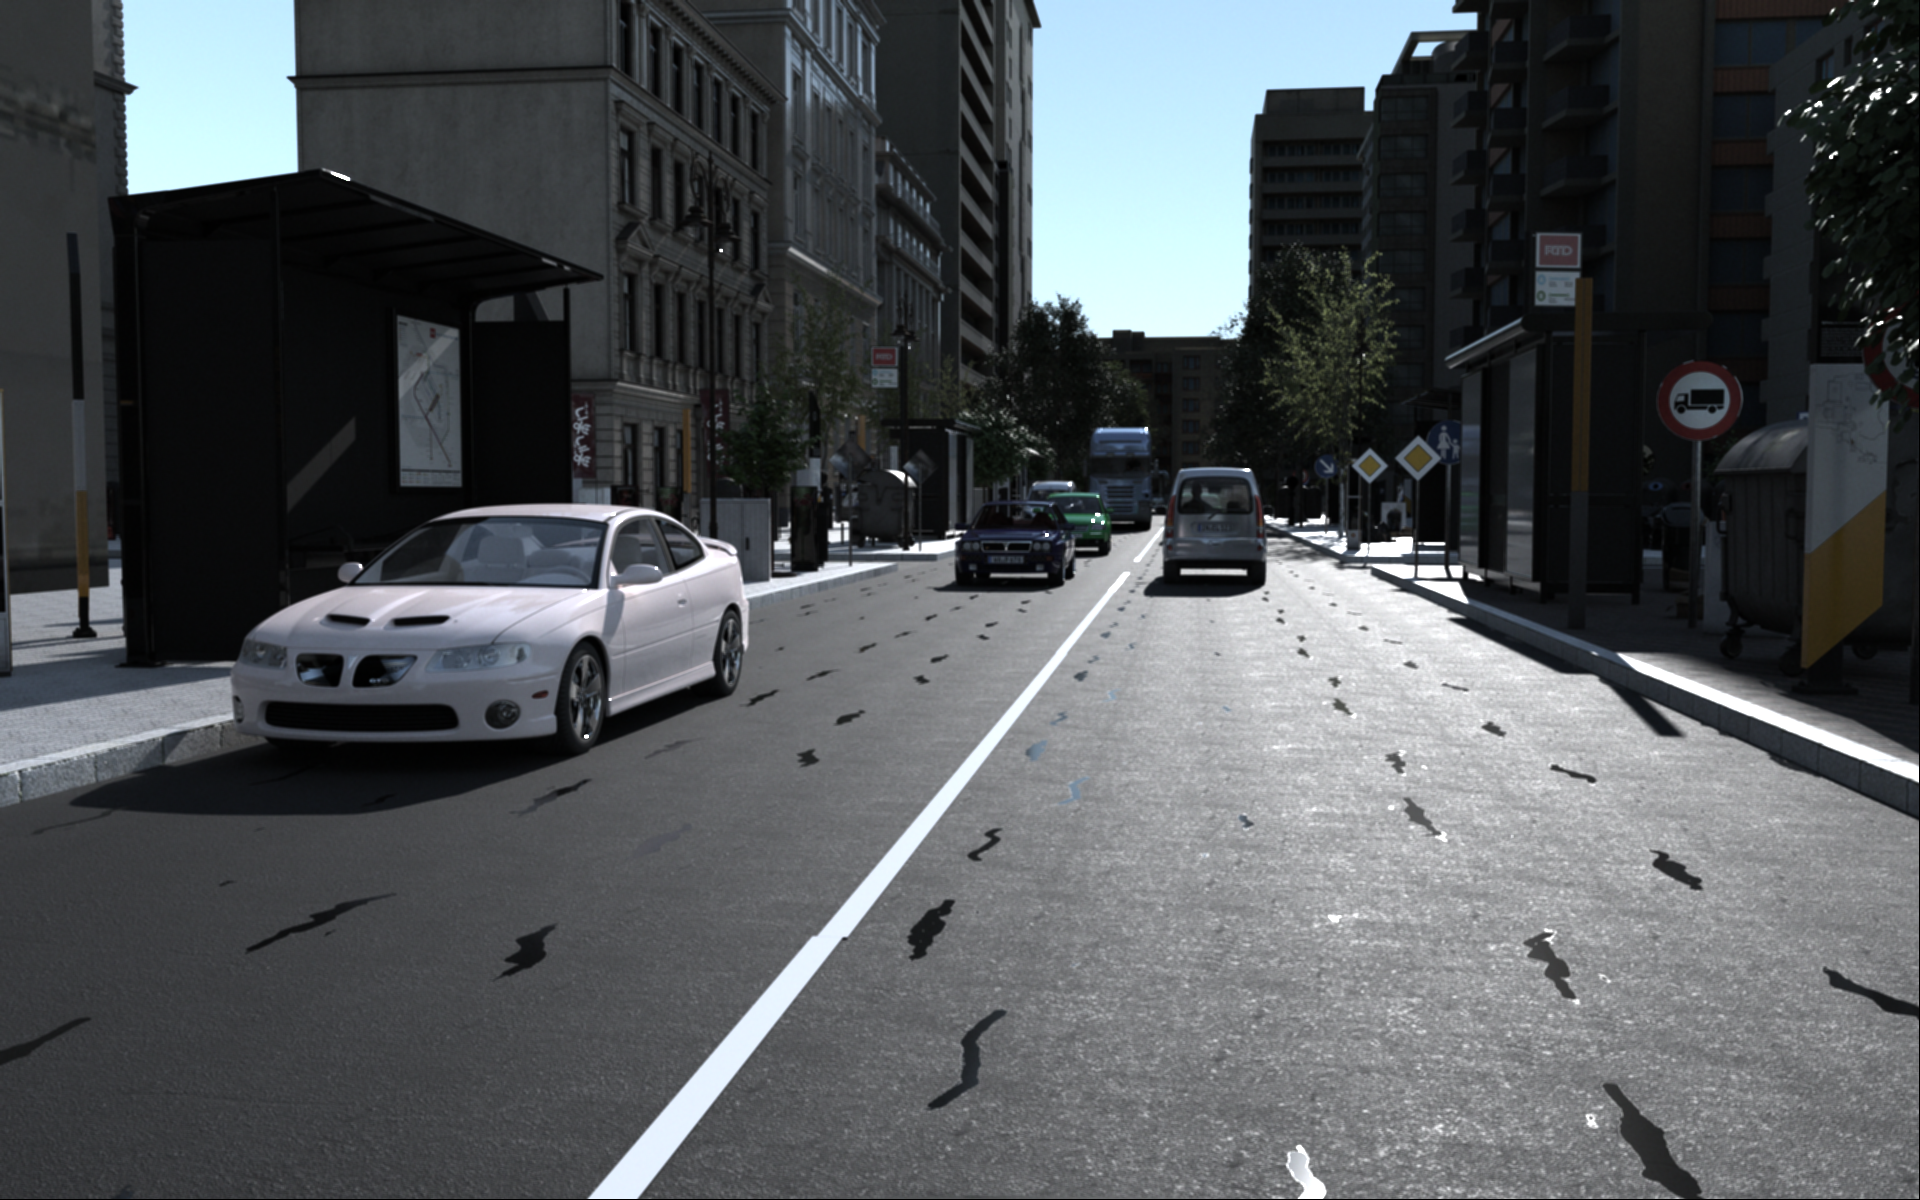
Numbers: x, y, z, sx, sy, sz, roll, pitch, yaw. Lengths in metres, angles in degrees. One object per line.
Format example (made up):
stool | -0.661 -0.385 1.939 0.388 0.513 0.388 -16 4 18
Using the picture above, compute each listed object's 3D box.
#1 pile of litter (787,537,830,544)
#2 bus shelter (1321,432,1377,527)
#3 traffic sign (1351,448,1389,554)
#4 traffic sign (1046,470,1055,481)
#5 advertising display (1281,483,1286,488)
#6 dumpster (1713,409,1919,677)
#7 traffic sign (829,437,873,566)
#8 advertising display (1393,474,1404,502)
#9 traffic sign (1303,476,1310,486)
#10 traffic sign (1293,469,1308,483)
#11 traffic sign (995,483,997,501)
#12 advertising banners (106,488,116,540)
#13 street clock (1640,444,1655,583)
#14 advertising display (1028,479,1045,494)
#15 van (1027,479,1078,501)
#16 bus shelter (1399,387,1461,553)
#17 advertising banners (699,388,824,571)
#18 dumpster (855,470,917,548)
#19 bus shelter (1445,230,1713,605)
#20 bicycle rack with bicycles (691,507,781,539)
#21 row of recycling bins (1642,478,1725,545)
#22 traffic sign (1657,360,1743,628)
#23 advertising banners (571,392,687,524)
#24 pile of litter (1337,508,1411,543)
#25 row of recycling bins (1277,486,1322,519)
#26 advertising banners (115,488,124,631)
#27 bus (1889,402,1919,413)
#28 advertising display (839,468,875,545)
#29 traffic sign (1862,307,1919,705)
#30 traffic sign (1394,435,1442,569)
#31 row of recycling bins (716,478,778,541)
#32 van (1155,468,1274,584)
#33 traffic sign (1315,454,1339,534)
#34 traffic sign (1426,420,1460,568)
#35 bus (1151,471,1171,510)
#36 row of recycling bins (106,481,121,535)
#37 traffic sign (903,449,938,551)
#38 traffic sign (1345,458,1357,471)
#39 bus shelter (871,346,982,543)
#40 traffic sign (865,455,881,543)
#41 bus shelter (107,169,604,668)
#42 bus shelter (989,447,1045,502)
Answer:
pile of litter | -3.908 -1.892 44.902 1.176 0.858 1.719 0 4 5
bus shelter | 15.310 -4.713 68.348 1.731 3.624 6.357 0 4 7
traffic sign | 8.818 -2.060 37.330 0.795 2.450 0.064 0 4 8
traffic sign | 4.327 -5.265 86.180 0.768 2.556 0.104 1 4 15
advertising display | 19.821 -6.071 104.467 0.974 1.923 0.123 3 5 41
dumpster | 6.443 -0.426 12.727 1.264 1.857 1.865 0 4 7
traffic sign | -1.943 -1.656 30.724 0.795 2.450 0.064 0 4 8
advertising display | 14.007 -3.065 55.323 0.123 1.923 0.974 2 4 27
traffic sign | 20.699 -6.387 104.531 0.768 2.556 0.104 1 4 16
traffic sign | 16.625 -5.168 84.607 0.768 2.556 0.104 1 4 17
traffic sign | 1.409 -4.146 67.787 0.884 2.594 0.081 1 4 15
advertising banners | -23.772 -3.183 48.232 2.074 3.025 0.090 0 4 2
street clock | 9.787 -1.256 25.098 0.471 2.002 0.358 -1 4 -19
advertising display | 3.201 -4.278 75.159 0.974 1.923 0.123 -1 4 -13
van | 2.840 -2.858 53.735 2.013 2.044 4.112 0 4 8
bus shelter | 11.615 -3.041 40.997 1.731 3.624 6.357 0 4 8
advertising banners | -3.306 -1.991 28.734 2.074 3.025 0.090 0 4 4
dumpster | -1.791 -2.207 41.835 1.264 1.857 1.865 0 4 8
bus shelter | 8.115 -2.849 24.209 2.179 5.291 8.768 0 4 7
bicycle rack with bicycles | -6.617 -2.217 49.631 2.852 0.926 2.925 3 5 39
row of recycling bins | 18.142 -2.249 43.876 3.534 1.692 1.069 3 5 45
traffic sign | 7.022 -1.004 16.526 0.768 2.556 0.104 1 4 11
advertising banners | -5.771 -2.066 29.963 2.074 3.025 0.090 -1 4 -19
pile of litter | 10.917 -1.973 46.225 1.176 0.858 1.719 -2 4 -26
row of recycling bins | 18.092 -5.220 92.455 1.069 1.692 3.534 -1 4 -22
advertising banners | -7.299 -1.240 16.459 0.090 3.025 2.074 1 4 10
bus | 23.206 -2.442 31.476 12.252 3.916 2.896 0 4 6
advertising display | -2.597 -2.365 43.877 0.974 1.923 0.123 1 4 22
traffic sign | 5.851 -0.637 10.514 0.768 2.556 0.104 1 4 13
traffic sign | 7.763 -1.576 29.415 0.795 2.450 0.064 0 4 8
row of recycling bins | -5.648 -2.370 45.864 1.069 1.692 3.534 1 4 14
van | 4.278 -1.352 29.121 2.013 2.044 4.112 0 4 8
traffic sign | 11.769 -3.394 55.598 0.768 2.556 0.104 1 4 16
traffic sign | 8.412 -1.819 29.850 0.768 2.556 0.104 1 4 9
bus | 14.677 -8.470 133.337 2.948 3.499 13.247 1 4 9
row of recycling bins | -26.834 -2.956 55.442 1.069 1.692 3.534 0 4 4
traffic sign | -0.888 -2.141 38.640 0.795 2.450 0.064 0 4 8
traffic sign | 14.045 -3.776 61.839 0.768 2.556 0.104 1 4 15
bus shelter | -0.993 -4.401 49.595 2.179 5.291 8.768 0 4 8
traffic sign | -2.356 -2.626 45.070 0.606 2.300 0.079 1 4 8
bus shelter | -5.069 -1.496 15.741 1.731 3.624 6.357 0 4 7
bus shelter | 2.251 -4.722 71.136 2.014 3.302 5.546 0 4 8
